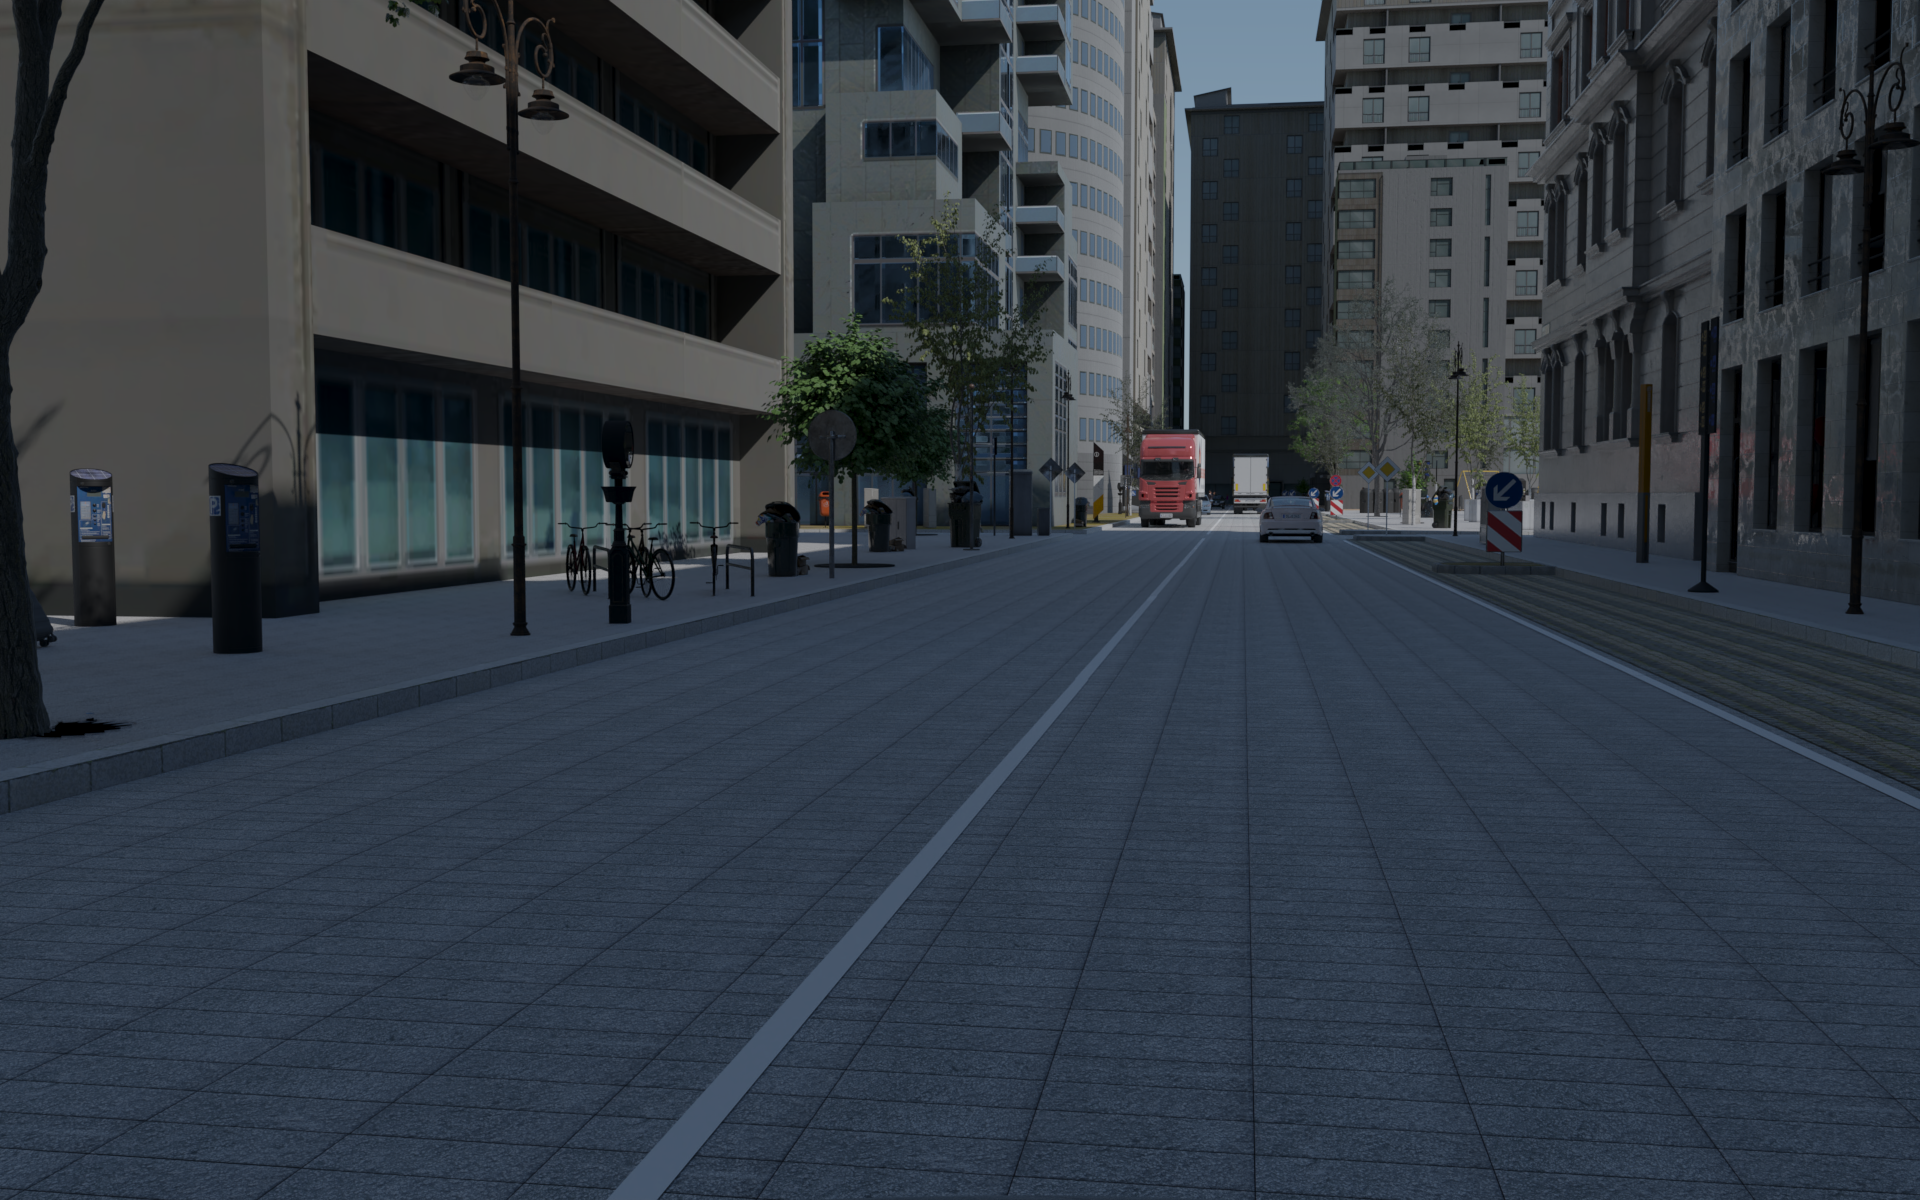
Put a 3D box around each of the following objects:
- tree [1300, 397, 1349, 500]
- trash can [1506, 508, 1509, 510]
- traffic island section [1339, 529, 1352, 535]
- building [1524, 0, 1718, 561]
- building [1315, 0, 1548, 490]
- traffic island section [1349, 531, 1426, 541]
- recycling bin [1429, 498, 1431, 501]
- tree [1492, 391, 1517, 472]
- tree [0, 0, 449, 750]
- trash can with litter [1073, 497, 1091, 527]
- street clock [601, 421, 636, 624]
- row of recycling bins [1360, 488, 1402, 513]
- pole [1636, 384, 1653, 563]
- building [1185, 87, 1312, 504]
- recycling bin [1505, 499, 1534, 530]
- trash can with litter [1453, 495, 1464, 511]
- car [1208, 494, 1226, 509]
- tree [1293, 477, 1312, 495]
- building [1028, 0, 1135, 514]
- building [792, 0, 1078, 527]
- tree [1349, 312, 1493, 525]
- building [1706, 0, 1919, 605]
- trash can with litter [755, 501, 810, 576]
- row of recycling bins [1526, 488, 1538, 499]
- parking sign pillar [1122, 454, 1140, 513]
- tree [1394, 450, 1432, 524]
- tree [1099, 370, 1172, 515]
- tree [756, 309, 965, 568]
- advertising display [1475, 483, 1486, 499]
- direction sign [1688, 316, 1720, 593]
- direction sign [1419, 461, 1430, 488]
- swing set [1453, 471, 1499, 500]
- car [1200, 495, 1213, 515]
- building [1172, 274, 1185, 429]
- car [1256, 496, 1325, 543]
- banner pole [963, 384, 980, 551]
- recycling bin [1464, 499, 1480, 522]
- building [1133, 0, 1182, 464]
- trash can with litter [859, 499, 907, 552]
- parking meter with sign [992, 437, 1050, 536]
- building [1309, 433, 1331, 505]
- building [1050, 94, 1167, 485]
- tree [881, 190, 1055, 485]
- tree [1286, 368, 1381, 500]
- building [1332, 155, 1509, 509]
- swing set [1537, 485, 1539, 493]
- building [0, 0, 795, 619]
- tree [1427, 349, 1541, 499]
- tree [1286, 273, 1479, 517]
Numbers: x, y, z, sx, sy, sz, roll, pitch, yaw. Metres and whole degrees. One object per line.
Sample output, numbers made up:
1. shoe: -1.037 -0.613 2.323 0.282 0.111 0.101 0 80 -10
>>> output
1. tree: 27.649 -10.902 128.607 4.360 8.622 3.978 0 3 0
2. trash can: 39.472 -7.045 126.844 0.748 1.137 0.748 0 3 0
3. traffic island section: 14.544 -2.402 61.558 2.009 0.180 2.903 1 4 9
4. building: 21.453 -15.380 38.855 14.401 28.519 23.554 1 4 9
5. building: 50.030 -35.585 171.050 28.713 52.752 27.495 1 4 9
6. traffic island section: 13.259 -1.920 53.677 2.009 0.180 2.903 1 4 9
7. recycling bin: 33.501 -6.850 124.546 0.722 1.027 0.722 0 4 -4
8. tree: 36.577 -10.430 120.900 4.360 8.622 3.978 0 3 0
9. tree: -5.147 -5.094 9.040 9.928 11.665 9.643 0 3 0
10. trash can with litter: 4.709 -3.405 67.062 0.624 1.170 1.055 1 4 9
11. street clock: -3.377 -0.769 17.150 0.358 2.002 0.471 0 4 1
12. row of recycling bins: 28.365 -6.692 116.534 3.534 1.692 1.069 -2 4 -32
13. pole: 12.716 -2.344 32.173 0.158 3.312 0.155 0 3 0
14. building: 44.177 -39.296 231.720 27.495 52.752 28.713 1 4 9
15. recycling bin: 20.071 -3.011 61.785 0.722 1.027 0.722 -2 4 -26
16. trash can with litter: 37.240 -7.258 129.719 1.678 1.210 2.233 3 4 38
17. car: 24.600 -9.592 166.620 2.009 1.686 4.222 0 4 7
18. tree: 39.112 -12.379 196.991 1.663 3.219 1.824 0 3 0
19. building: 0.769 -35.384 120.526 21.231 58.520 28.212 1 4 9
20. building: -4.896 -47.088 82.562 22.319 86.520 31.000 1 4 9
21. tree: 18.774 -7.351 70.545 4.360 8.622 3.978 0 3 0
22. building: 16.323 -10.077 19.505 10.420 20.320 16.860 1 4 9
23. trash can with litter: -2.753 -0.967 27.202 0.624 1.170 1.055 1 4 14
24. row of recycling bins: 36.869 -6.362 111.129 1.069 1.692 3.534 1 4 19
25. parking sign pillar: 11.554 -7.793 115.883 1.447 3.967 1.447 0 4 -6
26. tree: 19.892 -4.956 75.632 1.663 3.219 1.824 0 3 0
27. tree: 10.444 -9.375 103.650 4.360 8.622 3.978 0 3 0
28. tree: -1.944 -2.866 30.571 4.285 4.588 4.351 0 3 0
29. advertising display: 31.345 -6.042 103.999 0.123 1.923 0.974 -2 4 -32
30. direction sign: 9.727 -1.869 22.562 0.379 3.537 0.876 1 4 11
31. direction sign: 31.457 -7.686 117.661 0.876 3.537 0.379 1 4 22
32. swing set: 35.214 -7.301 116.993 3.119 2.851 2.862 -1 4 -20
33. car: 16.469 -6.597 119.865 2.014 1.417 4.499 0 4 8
34. building: 22.471 -27.941 228.529 14.107 30.474 14.160 1 4 9
35. car: 9.994 -2.448 52.392 2.083 1.381 4.827 1 4 10
36. banner pole: 0.255 -3.008 39.197 0.401 3.779 0.863 0 4 2
37. recycling bin: 24.525 -4.296 82.786 0.722 1.027 0.722 2 4 26
38. building: 10.879 -37.245 198.187 27.495 52.752 28.713 1 4 9
39. trash can with litter: -1.689 -1.658 38.489 0.624 1.170 1.055 3 4 36
40. parking meter with sign: 1.880 -3.484 53.230 1.738 3.016 0.543 0 4 -7
41. building: 50.758 -46.333 195.795 20.563 71.187 20.611 1 4 9
42. building: 13.129 -29.930 172.954 14.154 41.232 14.086 1 4 9
43. tree: 0.207 -5.670 43.059 4.737 8.622 4.395 0 3 0
44. tree: 30.453 -13.172 141.121 9.928 11.665 9.643 0 3 0
45. building: 39.851 -23.265 152.084 14.160 30.474 14.107 1 4 9
46. swing set: 42.050 -7.566 121.320 2.862 2.851 3.119 -2 4 -25
47. building: -15.871 -24.753 28.412 21.300 48.544 21.600 1 4 9
48. tree: 25.577 -8.348 86.847 4.737 8.622 4.395 0 3 0
49. tree: 23.496 -11.428 97.223 12.009 13.543 11.850 0 3 0
